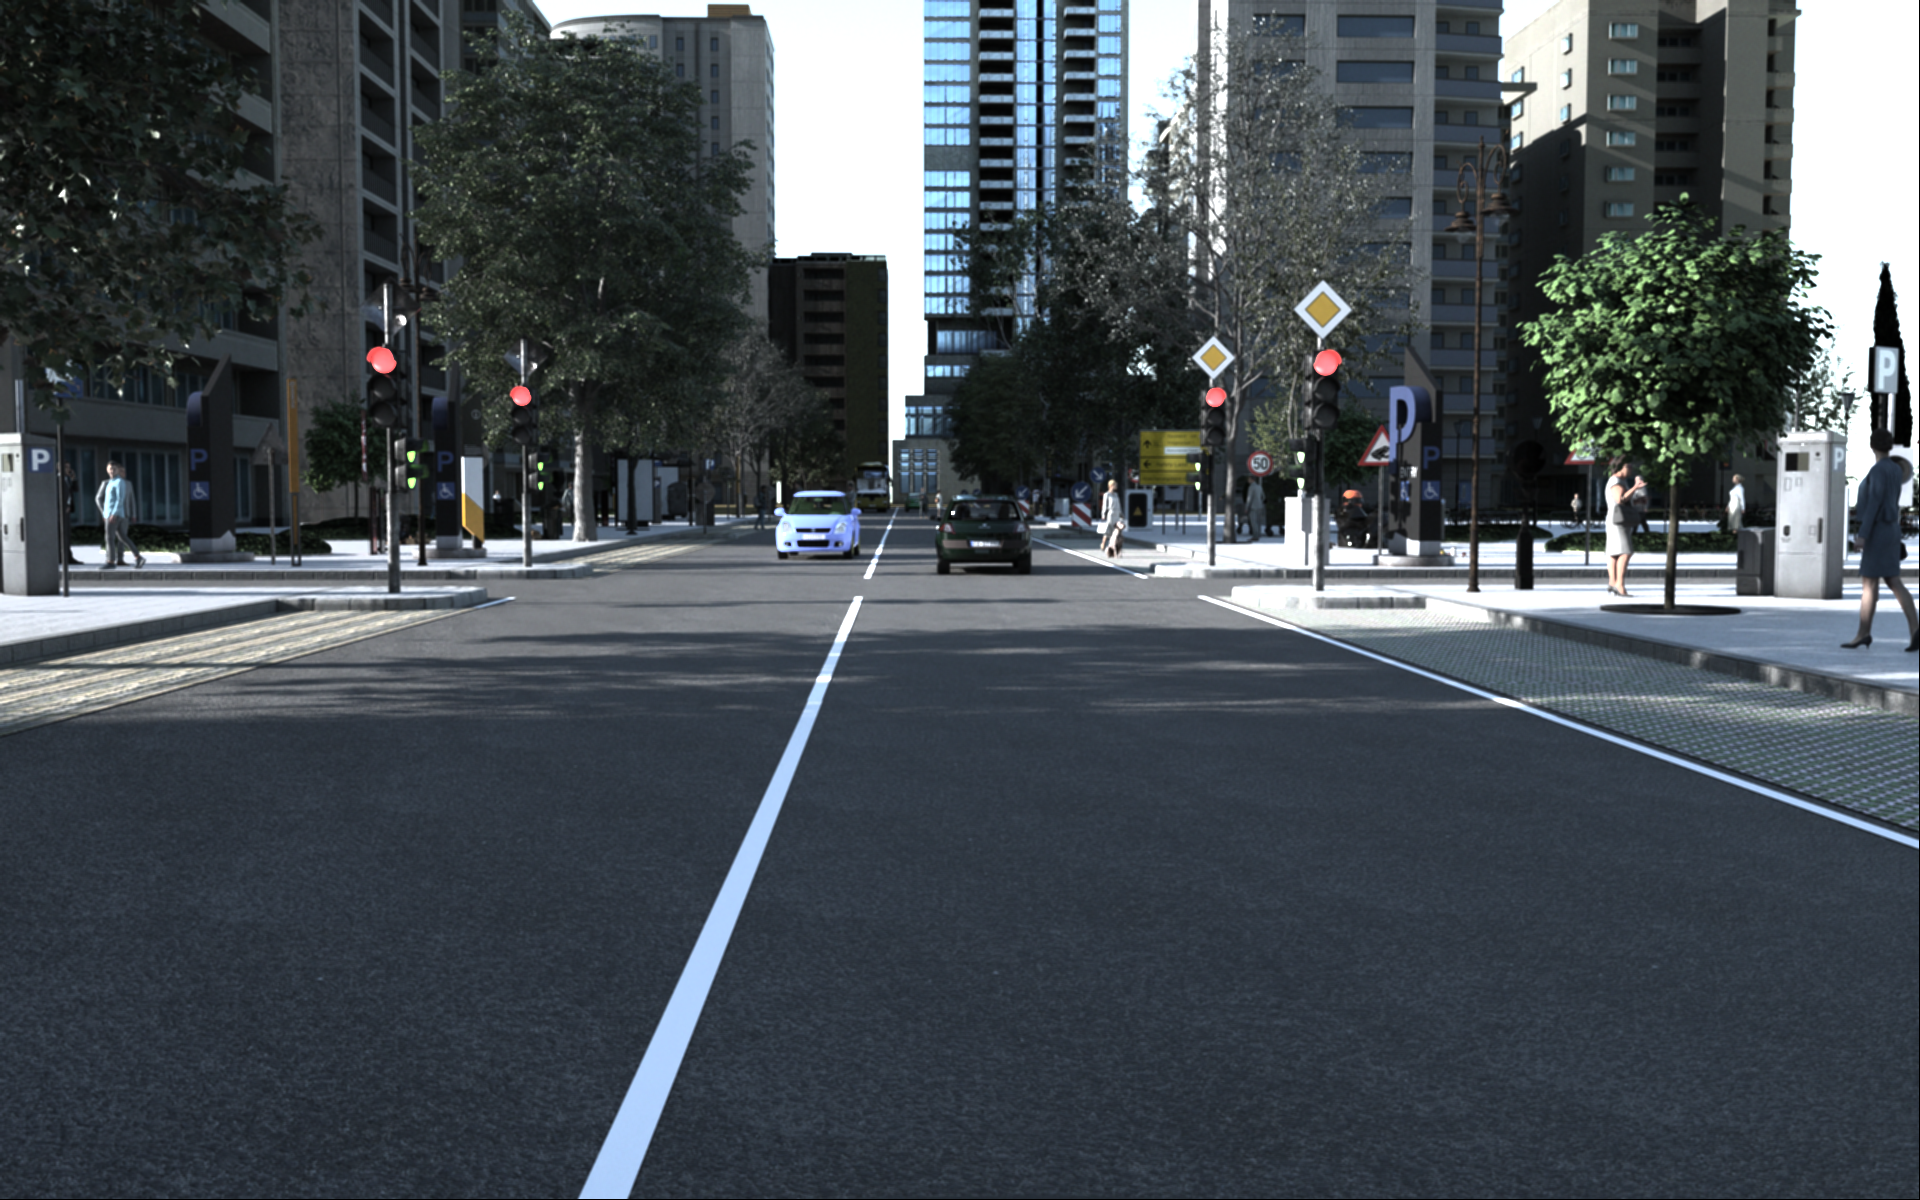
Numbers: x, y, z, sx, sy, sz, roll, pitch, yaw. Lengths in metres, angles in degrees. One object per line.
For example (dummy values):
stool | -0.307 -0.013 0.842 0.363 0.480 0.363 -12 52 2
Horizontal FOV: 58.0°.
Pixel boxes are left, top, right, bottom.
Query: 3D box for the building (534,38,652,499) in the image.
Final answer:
building | -36.002 -29.080 159.058 14.086 41.232 14.154 0 4 -2

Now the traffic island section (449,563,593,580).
traffic island section | -7.634 -0.503 30.507 2.009 0.180 2.903 0 4 -2

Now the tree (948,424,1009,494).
tree | 2.491 -14.341 168.886 7.601 10.594 8.767 -1 4 -16

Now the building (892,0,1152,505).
building | 7.120 -55.070 213.073 31.000 86.520 22.319 0 4 -2

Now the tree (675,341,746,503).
tree | -11.399 -7.774 77.466 4.360 8.622 3.978 0 3 0

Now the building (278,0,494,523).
building | -34.556 -39.498 84.041 20.563 71.187 20.611 0 4 -2

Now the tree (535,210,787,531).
tree | -11.497 -8.283 61.179 9.928 11.665 9.643 0 3 0

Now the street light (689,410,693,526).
street light | -10.854 -5.926 69.680 0.468 5.910 1.993 0 4 -2

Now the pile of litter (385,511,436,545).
pile of litter | -14.024 -1.844 44.117 1.719 0.858 1.176 -3 4 -37

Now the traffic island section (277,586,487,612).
traffic island section | -7.373 -0.015 22.526 2.009 0.180 2.903 0 4 -2

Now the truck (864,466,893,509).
truck | -8.093 -10.946 168.728 2.967 4.110 18.799 0 4 -3

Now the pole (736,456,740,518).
pole | -11.871 -6.044 92.667 0.158 3.312 0.155 0 3 0

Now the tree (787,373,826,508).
tree | -14.325 -13.157 140.871 9.928 11.665 9.643 0 3 0

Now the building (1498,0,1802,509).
building | 63.445 -32.715 158.599 21.600 48.544 21.300 0 4 -2

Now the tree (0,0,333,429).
tree | -10.044 -5.909 13.616 9.611 12.733 9.660 0 3 0

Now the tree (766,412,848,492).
tree | -15.198 -14.507 171.597 8.767 10.594 7.601 0 4 -7

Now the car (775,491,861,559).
car | -3.186 -1.818 39.315 1.945 1.707 3.694 0 4 0

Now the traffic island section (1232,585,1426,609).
traffic island section | 4.762 -0.039 22.916 2.009 0.180 2.903 0 4 -2

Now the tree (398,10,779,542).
tree | -10.077 -8.563 46.653 9.857 13.997 8.962 0 3 0

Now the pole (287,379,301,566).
pole | -11.817 -2.256 30.734 0.158 3.312 0.155 0 3 0

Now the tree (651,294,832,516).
tree | -13.262 -11.814 103.529 12.009 13.543 11.850 0 3 0

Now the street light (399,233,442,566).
street light | -9.667 -3.559 30.970 0.468 5.910 1.993 0 4 -2

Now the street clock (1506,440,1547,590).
street clock | 7.604 -1.145 23.291 0.471 2.002 0.358 0 4 -5

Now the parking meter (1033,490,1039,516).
parking meter | 4.455 -5.694 101.509 0.372 1.533 0.369 0 3 0

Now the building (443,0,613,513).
building | -43.959 -27.412 140.066 32.217 40.220 23.993 0 4 -2

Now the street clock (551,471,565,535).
street clock | -12.490 -3.014 53.854 0.471 2.002 0.358 3 5 42

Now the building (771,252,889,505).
building | -15.602 -26.794 209.787 14.107 30.474 14.160 0 4 -2

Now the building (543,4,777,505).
building | -36.880 -40.991 212.197 28.212 58.520 21.231 0 4 -2

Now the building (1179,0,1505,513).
building | 27.868 -35.959 129.937 21.231 58.520 28.212 0 4 -2

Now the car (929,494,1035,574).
car | 0.421 -1.386 32.444 2.009 1.686 4.222 0 4 0

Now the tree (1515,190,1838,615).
tree | 7.715 -2.149 18.856 4.285 4.588 4.351 0 3 0

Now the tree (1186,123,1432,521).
tree | 7.235 -5.209 35.534 4.360 8.622 3.978 0 3 0

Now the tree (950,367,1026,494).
tree | 3.094 -13.232 142.093 9.928 11.665 9.643 0 3 0

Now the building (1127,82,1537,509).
building | 31.965 -28.429 156.696 32.217 40.220 23.993 0 4 -2

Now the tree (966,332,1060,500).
tree | 4.244 -12.412 121.060 7.486 12.596 7.792 0 3 0

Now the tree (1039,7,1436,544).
tree | 7.029 -8.187 44.226 12.009 13.543 11.850 0 3 0

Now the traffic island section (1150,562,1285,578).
traffic island section | 4.501 -0.527 30.897 2.009 0.180 2.903 0 4 -2

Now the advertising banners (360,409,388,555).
advertising banners | -12.393 -2.471 36.581 0.090 3.025 2.074 0 4 -6

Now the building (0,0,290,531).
building | -36.543 -26.416 55.601 21.300 48.544 21.600 0 4 -2

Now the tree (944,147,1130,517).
tree | 5.014 -14.708 96.358 12.611 20.169 13.585 0 3 0

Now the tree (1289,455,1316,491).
tree | 14.065 -4.755 72.346 1.663 3.219 1.824 0 3 0

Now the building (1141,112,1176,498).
building | 37.797 -36.493 216.269 30.456 49.044 23.786 0 4 -2

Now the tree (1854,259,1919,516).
tree | 56.456 -11.820 95.072 13.155 14.587 18.604 -2 4 -30

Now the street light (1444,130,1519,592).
street light | 6.724 -3.041 22.501 0.468 5.910 1.993 0 4 -2

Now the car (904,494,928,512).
car | -3.544 -8.045 140.327 1.959 1.807 4.718 0 4 -4

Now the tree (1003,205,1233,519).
tree | 6.338 -9.253 68.291 9.611 12.733 9.660 0 3 0

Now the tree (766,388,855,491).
tree | -15.750 -16.254 182.768 9.611 12.733 9.660 0 3 0

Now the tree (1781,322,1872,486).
tree | 34.581 -7.313 69.927 4.737 8.622 4.395 0 3 0

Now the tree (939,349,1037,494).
tree | 3.059 -14.999 151.889 9.857 13.997 8.962 0 3 0

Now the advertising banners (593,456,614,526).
advertising banners | -14.225 -4.468 69.241 0.090 3.025 2.074 1 4 21
